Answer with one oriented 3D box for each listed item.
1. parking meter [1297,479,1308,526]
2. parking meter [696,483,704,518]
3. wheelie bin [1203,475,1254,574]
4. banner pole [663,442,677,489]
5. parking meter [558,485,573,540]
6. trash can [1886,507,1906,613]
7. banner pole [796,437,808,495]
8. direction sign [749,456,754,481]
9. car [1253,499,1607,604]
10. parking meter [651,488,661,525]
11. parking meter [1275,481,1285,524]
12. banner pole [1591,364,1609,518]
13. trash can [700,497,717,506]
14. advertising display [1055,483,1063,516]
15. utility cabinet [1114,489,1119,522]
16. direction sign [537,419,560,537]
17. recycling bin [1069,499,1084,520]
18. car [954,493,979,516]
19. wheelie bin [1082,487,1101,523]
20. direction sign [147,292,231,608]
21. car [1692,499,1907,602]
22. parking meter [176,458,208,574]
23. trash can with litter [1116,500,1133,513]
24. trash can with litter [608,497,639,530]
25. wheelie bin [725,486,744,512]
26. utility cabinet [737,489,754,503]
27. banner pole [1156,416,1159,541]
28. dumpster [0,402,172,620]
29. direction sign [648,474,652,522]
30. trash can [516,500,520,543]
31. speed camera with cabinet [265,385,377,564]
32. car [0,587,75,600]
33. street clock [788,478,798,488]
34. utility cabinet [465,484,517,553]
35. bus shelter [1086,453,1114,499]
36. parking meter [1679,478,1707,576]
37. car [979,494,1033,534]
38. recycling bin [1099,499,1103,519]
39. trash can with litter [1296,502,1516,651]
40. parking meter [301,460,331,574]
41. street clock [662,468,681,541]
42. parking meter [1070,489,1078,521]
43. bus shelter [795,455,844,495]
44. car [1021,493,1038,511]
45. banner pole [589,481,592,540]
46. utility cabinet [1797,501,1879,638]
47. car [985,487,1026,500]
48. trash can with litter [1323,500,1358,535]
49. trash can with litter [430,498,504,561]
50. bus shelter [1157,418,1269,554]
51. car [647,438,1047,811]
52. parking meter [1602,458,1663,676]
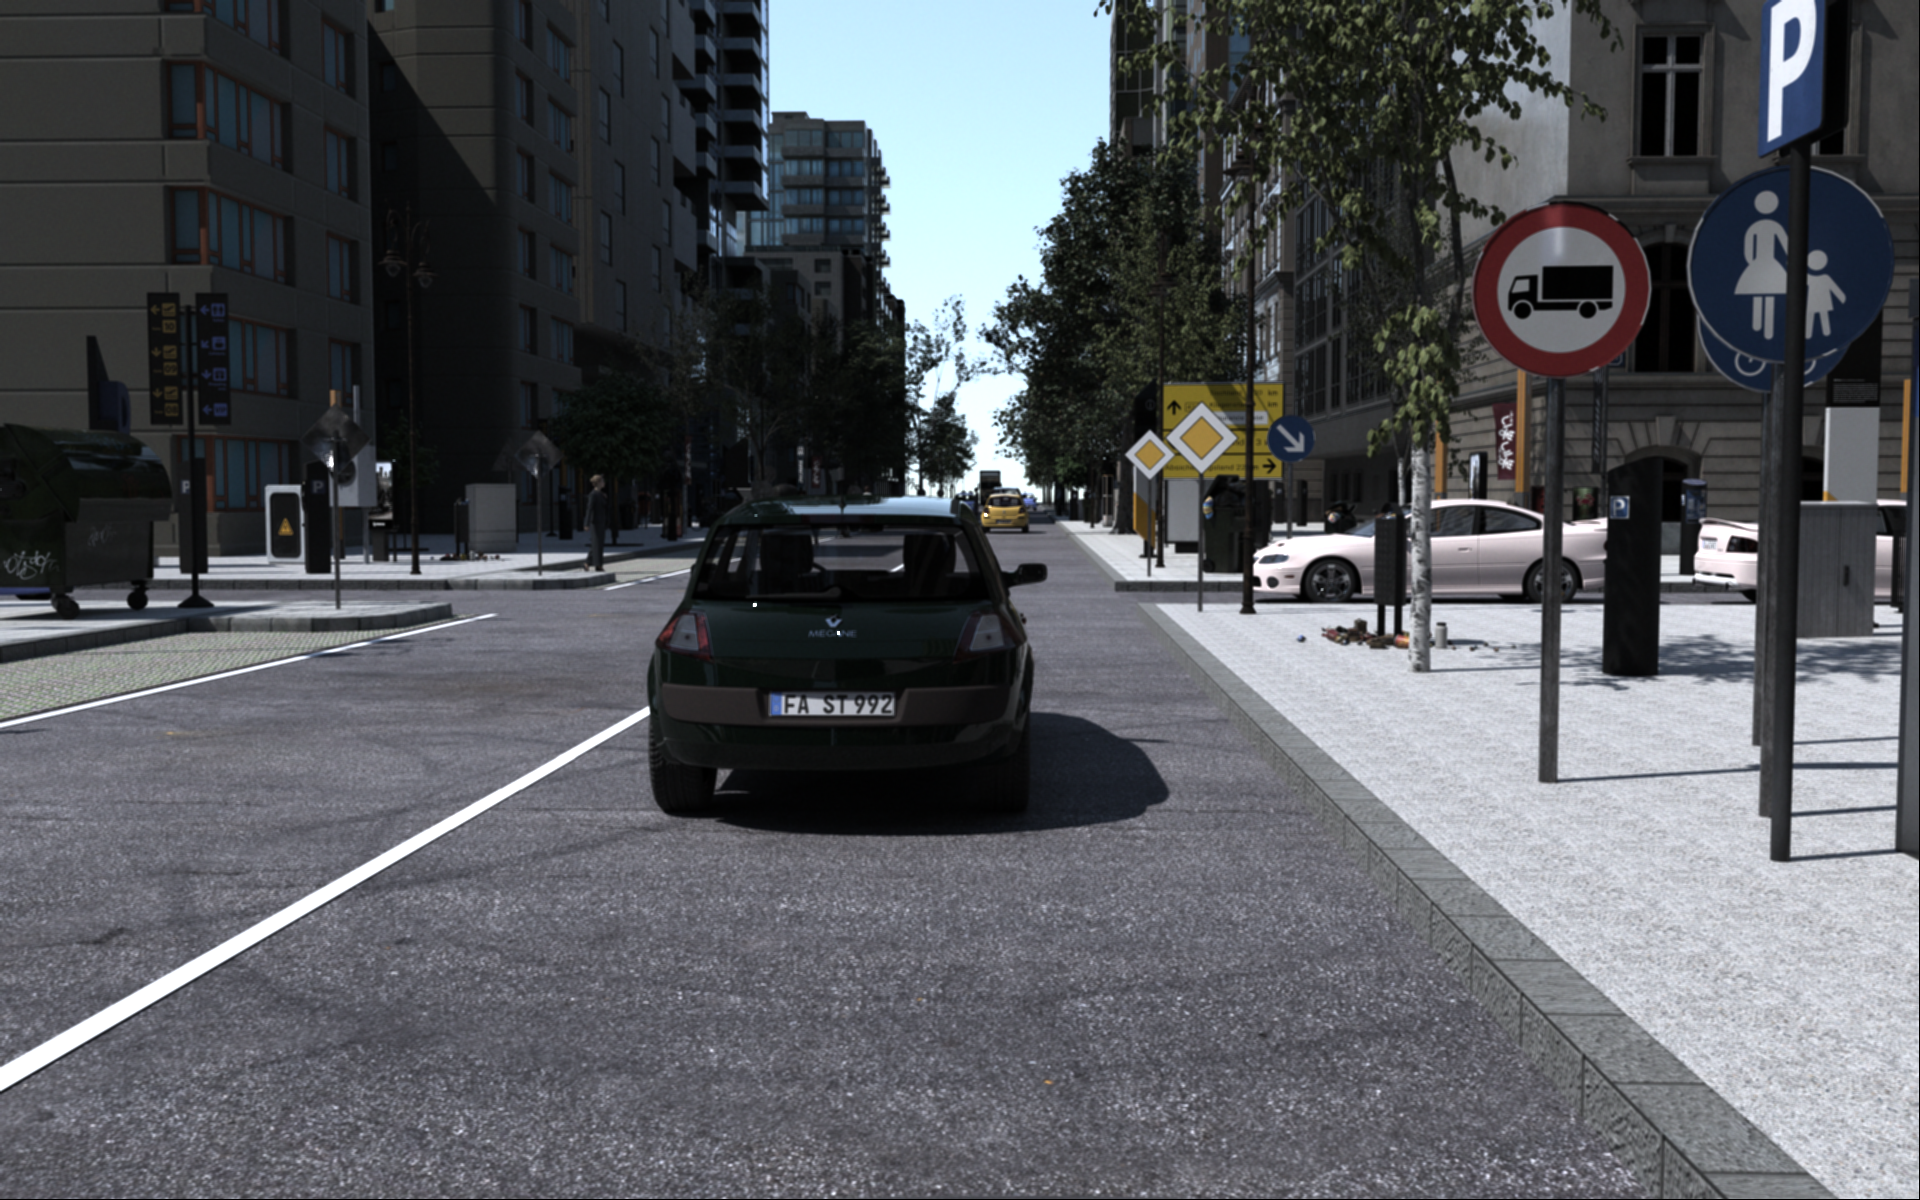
[{"bbox_3d":[13.633,-3.872,69.010,0.399,1.863,0.255,-3,5,-39],"label":"parking meter"},{"bbox_3d":[-13.854,-5.296,92.293,0.399,1.863,0.255,-3,5,-45],"label":"parking meter"},{"bbox_3d":[4.368,-1.241,28.195,0.693,1.594,0.980,3,5,41],"label":"wheelie bin"},{"bbox_3d":[-13.861,-5.697,83.164,0.863,3.779,0.401,1,4,15],"label":"banner pole"},{"bbox_3d":[-11.116,-2.471,48.813,0.372,1.533,0.369,0,3,0],"label":"parking meter"},{"bbox_3d":[10.378,-0.428,18.647,0.748,1.137,0.748,0,3,0],"label":"trash can"},{"bbox_3d":[-6.924,-5.290,76.511,0.863,3.779,0.401,3,5,41],"label":"banner pole"},{"bbox_3d":[-12.534,-6.769,102.671,0.876,3.537,0.379,3,4,37],"label":"direction sign"},{"bbox_3d":[6.186,-0.638,22.790,4.827,1.381,2.083,0,4,1],"label":"car"},{"bbox_3d":[-12.801,-3.948,72.953,0.372,1.533,0.369,0,3,0],"label":"parking meter"},{"bbox_3d":[13.876,-4.247,75.155,0.399,1.863,0.255,1,4,17],"label":"parking meter"},{"bbox_3d":[10.013,-2.269,27.108,0.401,3.779,0.863,3,4,37],"label":"banner pole"},{"bbox_3d":[-11.075,-3.962,76.436,0.748,1.137,0.748,0,3,0],"label":"trash can"},{"bbox_3d":[5.773,-5.845,100.784,0.123,1.923,0.974,-1,4,-16],"label":"advertising display"},{"bbox_3d":[7.451,-4.321,79.320,0.318,1.500,1.173,2,4,31],"label":"utility cabinet"},{"bbox_3d":[-12.354,-3.689,52.320,0.379,3.537,0.876,3,5,43],"label":"direction sign"},{"bbox_3d":[5.743,-4.413,84.699,0.722,1.027,0.722,-1,4,-9],"label":"recycling bin"},{"bbox_3d":[0.320,-6.508,115.991,1.945,1.707,3.694,0,4,2],"label":"car"},{"bbox_3d":[5.928,-4.280,77.882,0.693,1.594,0.980,-3,5,-43],"label":"wheelie bin"},{"bbox_3d":[-8.679,-1.686,19.564,0.876,3.537,0.379,0,4,-4],"label":"direction sign"},{"bbox_3d":[11.880,-0.585,21.927,4.827,1.381,2.083,0,4,4],"label":"car"},{"bbox_3d":[-12.376,-1.357,27.906,0.399,1.863,0.255,1,4,13],"label":"parking meter"},{"bbox_3d":[6.583,-3.489,68.425,0.624,1.170,1.055,1,4,19],"label":"trash can with litter"},{"bbox_3d":[-11.945,-3.063,61.463,0.624,1.170,1.055,2,4,34],"label":"trash can with litter"},{"bbox_3d":[-8.359,-3.432,64.027,0.693,1.594,0.980,-1,4,-12],"label":"wheelie bin"},{"bbox_3d":[-8.572,-3.668,68.651,1.173,1.500,0.318,0,4,-6],"label":"utility cabinet"},{"bbox_3d":[5.422,-3.518,47.536,0.401,3.779,0.863,-2,4,-26],"label":"banner pole"},{"bbox_3d":[-9.535,-0.968,18.326,1.502,2.255,1.985,0,4,2],"label":"dumpster"},{"bbox_3d":[-13.995,-5.288,78.449,0.379,3.537,0.876,-1,4,-15],"label":"direction sign"},{"bbox_3d":[-11.383,-1.941,43.389,0.748,1.137,0.748,0,3,0],"label":"trash can"},{"bbox_3d":[-11.703,-2.283,31.669,2.038,3.252,0.660,1,4,18],"label":"speed camera with cabinet"},{"bbox_3d":[-13.387,-0.773,22.234,3.694,1.707,1.945,0,4,3],"label":"car"},{"bbox_3d":[-7.689,-4.620,80.111,0.471,2.002,0.358,-2,4,-33],"label":"street clock"},{"bbox_3d":[-10.190,-1.770,37.622,0.318,1.500,1.173,2,4,32],"label":"utility cabinet"},{"bbox_3d":[7.523,-6.335,94.852,1.731,3.624,6.357,0,4,2],"label":"bus shelter"},{"bbox_3d":[11.605,-1.162,27.408,0.372,1.533,0.369,0,3,0],"label":"parking meter"},{"bbox_3d":[1.702,-3.313,64.392,2.015,1.641,3.980,0,4,3],"label":"car"},{"bbox_3d":[7.105,-4.629,88.244,0.722,1.027,0.722,-3,5,-41],"label":"recycling bin"},{"bbox_3d":[3.753,-0.249,15.134,1.678,1.210,2.233,0,4,-2],"label":"trash can with litter"},{"bbox_3d":[-10.385,-1.359,27.925,0.399,1.863,0.255,-2,4,-34],"label":"parking meter"},{"bbox_3d":[-7.874,-2.616,47.343,0.358,2.002,0.471,3,5,44],"label":"street clock"},{"bbox_3d":[5.463,-4.545,82.728,0.372,1.533,0.369,0,3,0],"label":"parking meter"},{"bbox_3d":[-7.538,-6.069,93.155,2.014,3.302,5.546,0,4,2],"label":"bus shelter"},{"bbox_3d":[5.696,-8.481,148.254,1.945,1.707,3.694,0,4,1],"label":"car"},{"bbox_3d":[-10.258,-3.575,48.466,0.401,3.779,0.863,-2,4,-28],"label":"banner pole"},{"bbox_3d":[7.699,-0.268,15.552,1.020,1.237,0.306,-1,4,-13],"label":"utility cabinet"},{"bbox_3d":[2.528,-5.313,95.536,2.281,1.827,5.304,0,4,1],"label":"car"},{"bbox_3d":[6.552,-1.173,30.564,0.624,1.170,1.055,-1,4,-17],"label":"trash can with litter"},{"bbox_3d":[-9.557,-1.405,34.033,1.678,1.210,2.233,0,4,2],"label":"trash can with litter"},{"bbox_3d":[5.108,-2.508,34.926,2.014,3.302,5.546,0,4,2],"label":"bus shelter"},{"bbox_3d":[-0.518,0.035,9.222,2.009,1.686,4.222,0,4,0],"label":"car"},{"bbox_3d":[4.785,-0.239,12.321,0.372,1.533,0.369,0,3,0],"label":"parking meter"}]
